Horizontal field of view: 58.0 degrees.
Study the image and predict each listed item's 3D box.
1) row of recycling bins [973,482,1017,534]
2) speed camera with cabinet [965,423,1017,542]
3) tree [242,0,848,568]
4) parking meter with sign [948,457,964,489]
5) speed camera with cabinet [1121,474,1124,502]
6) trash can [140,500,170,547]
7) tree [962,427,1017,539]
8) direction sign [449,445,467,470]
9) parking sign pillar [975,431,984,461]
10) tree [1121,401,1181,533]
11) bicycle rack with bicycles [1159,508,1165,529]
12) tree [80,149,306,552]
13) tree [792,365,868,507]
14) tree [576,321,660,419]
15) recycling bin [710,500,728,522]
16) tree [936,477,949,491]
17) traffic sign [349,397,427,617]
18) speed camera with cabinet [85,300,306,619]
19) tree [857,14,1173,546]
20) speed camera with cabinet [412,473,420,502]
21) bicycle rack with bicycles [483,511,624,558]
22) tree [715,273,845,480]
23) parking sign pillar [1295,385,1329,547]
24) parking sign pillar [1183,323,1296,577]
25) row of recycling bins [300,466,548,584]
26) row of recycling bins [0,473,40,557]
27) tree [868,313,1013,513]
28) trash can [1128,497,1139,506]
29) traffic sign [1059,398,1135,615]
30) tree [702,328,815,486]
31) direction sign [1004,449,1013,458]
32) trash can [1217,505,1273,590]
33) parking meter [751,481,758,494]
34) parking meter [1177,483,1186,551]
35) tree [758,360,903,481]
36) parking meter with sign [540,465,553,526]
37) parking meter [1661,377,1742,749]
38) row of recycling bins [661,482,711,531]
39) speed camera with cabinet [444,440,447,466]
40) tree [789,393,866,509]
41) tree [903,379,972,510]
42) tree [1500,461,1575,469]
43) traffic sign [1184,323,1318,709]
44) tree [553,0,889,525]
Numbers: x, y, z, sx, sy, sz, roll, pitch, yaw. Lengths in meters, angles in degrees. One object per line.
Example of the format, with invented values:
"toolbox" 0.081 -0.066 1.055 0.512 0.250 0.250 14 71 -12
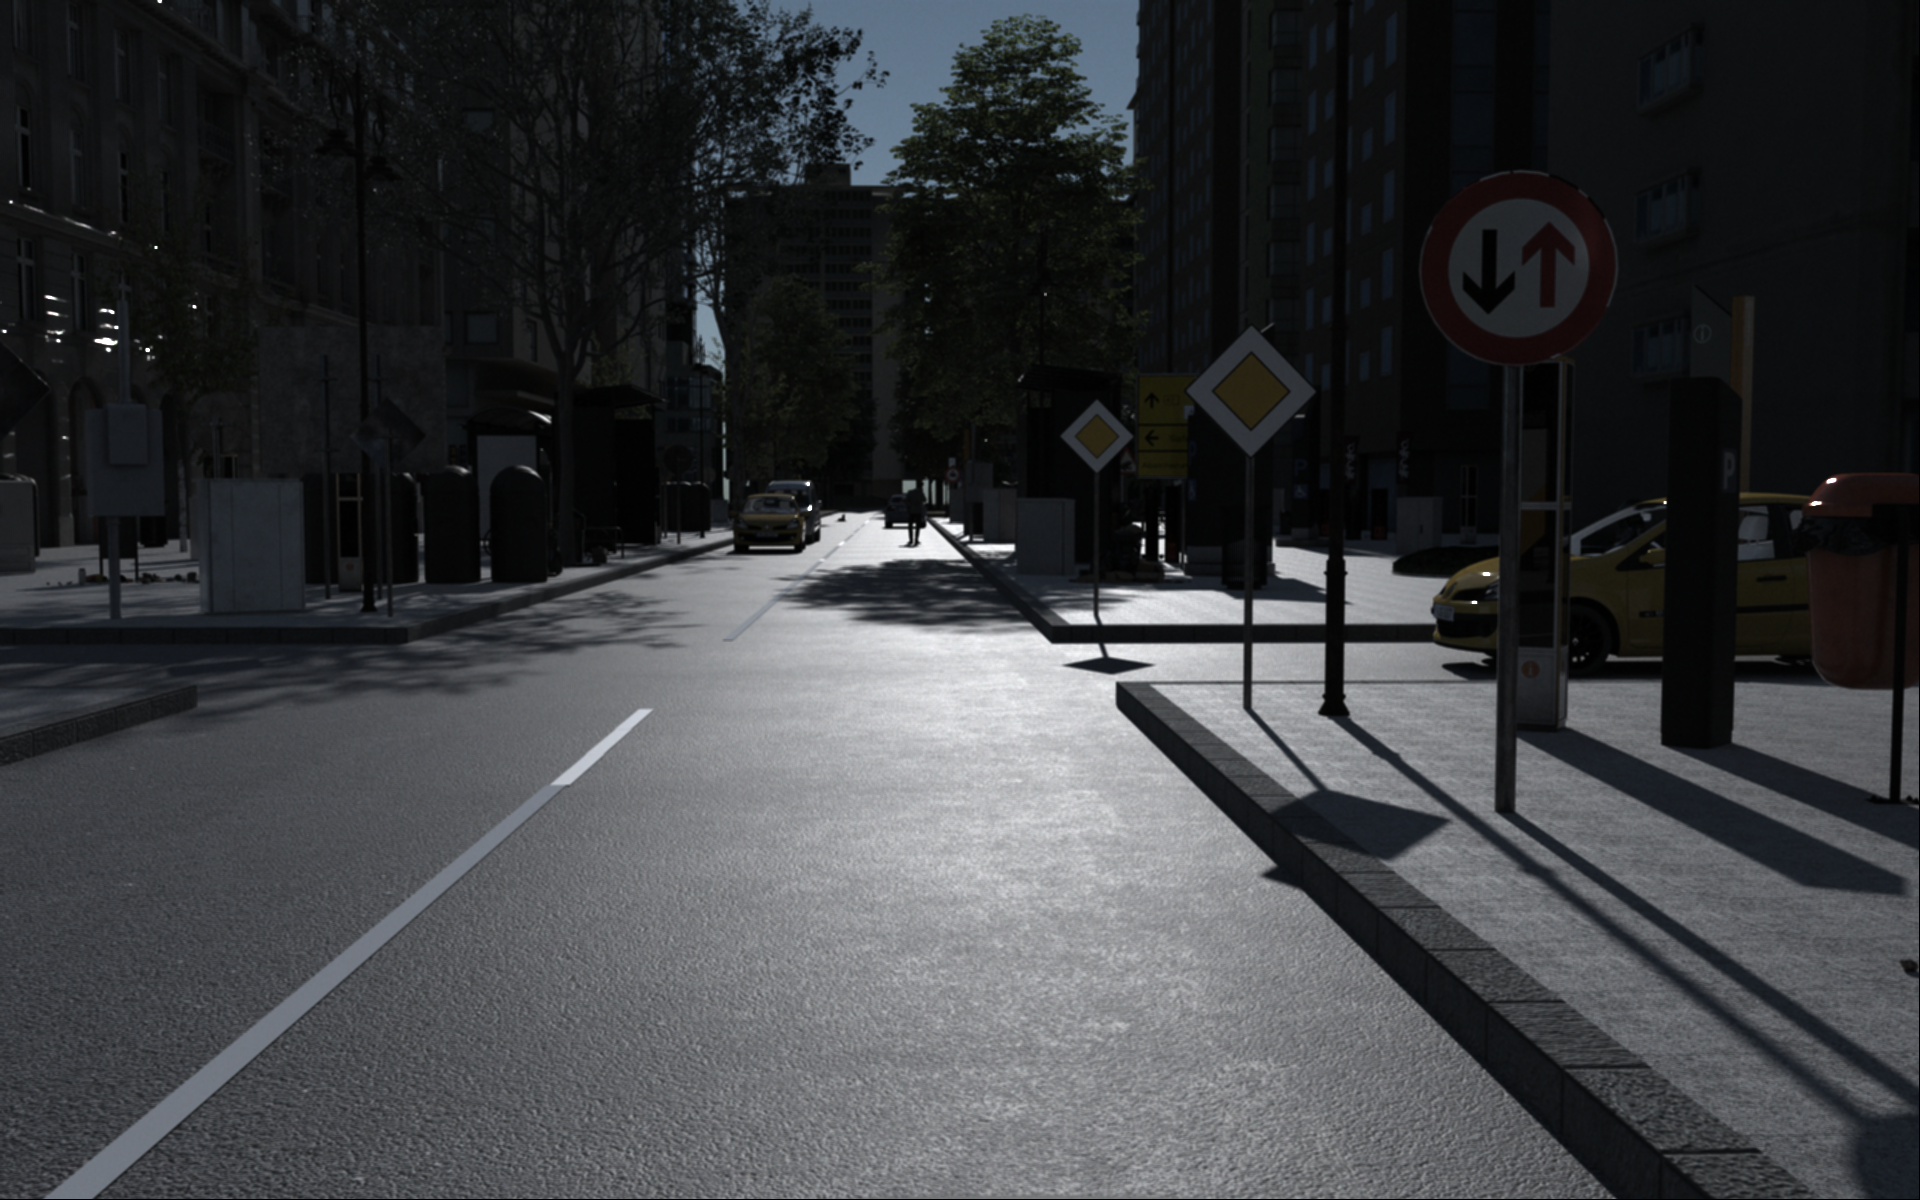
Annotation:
"row of recycling bins" 1.694 -3.078 57.441 1.069 1.692 3.534 3 5 41
"speed camera with cabinet" 0.854 -3.264 47.703 0.660 3.252 2.038 -2 4 -27
"tree" -6.848 -7.320 30.048 12.009 13.543 11.850 0 3 0
"parking meter with sign" 0.262 -5.309 83.064 1.738 3.016 0.543 -3 5 -43
"speed camera with cabinet" 3.896 -3.312 48.488 0.660 3.252 2.038 -1 4 -21
"trash can" -19.500 -1.848 41.876 0.748 1.137 0.748 0 3 0
"tree" 0.775 -3.407 50.309 1.663 3.219 1.824 0 3 0
"direction sign" -23.070 -5.360 79.634 0.876 3.537 0.379 1 4 15
"parking sign pillar" 0.981 -5.309 75.278 1.447 3.967 1.447 -1 4 -10
"tree" 6.123 -4.519 57.597 4.285 4.588 4.351 0 3 0
"bicycle rack with bicycles" 8.184 -3.080 63.733 2.925 0.926 2.852 2 4 23
"tree" -16.922 -5.363 38.044 4.737 8.622 4.395 0 3 0
"tree" -12.442 -16.023 168.634 9.857 13.997 8.962 0 3 0
"tree" -14.883 -7.569 74.123 4.360 8.622 3.978 0 3 0
"recycling bin" -10.987 -4.053 78.827 0.722 1.027 0.722 -2 4 -25
"tree" -2.077 -13.150 165.358 4.360 8.622 3.978 0 3 0
"traffic sign" -5.952 -0.881 18.044 0.795 2.450 0.064 0 4 -2
"speed camera with cabinet" -8.075 -1.466 18.308 2.038 3.252 0.660 -2 4 -33
"tree" 1.156 -7.572 41.926 7.486 12.596 7.792 0 3 0
"speed camera with cabinet" -17.311 -3.527 52.004 2.038 3.252 0.660 0 4 -8
"bicycle rack with bicycles" -8.151 -1.322 35.003 2.925 0.926 2.852 -2 4 -28
"tree" -8.556 -10.465 89.230 7.486 12.596 7.792 0 3 0
"parking sign pillar" 8.448 -3.289 42.254 1.447 3.967 1.447 1 4 23
"parking sign pillar" 4.288 -2.385 27.460 1.447 3.967 1.447 -1 4 -14
"row of recycling bins" -7.782 -1.102 25.130 3.534 1.692 1.069 0 4 -6
"row of recycling bins" -19.126 -1.653 34.136 1.069 1.692 3.534 0 4 -7
"tree" -0.584 -12.933 118.105 9.857 13.997 8.962 0 3 0
"trash can" 9.305 -4.994 93.306 0.748 1.137 0.748 0 3 0
"traffic sign" 1.438 -0.895 18.280 0.795 2.450 0.064 0 4 -2
"tree" -9.284 -7.685 76.016 4.360 8.622 3.978 0 3 0
"direction sign" 2.407 -5.851 87.656 0.379 3.537 0.876 3 5 41
"trash can" 3.831 -0.713 23.315 0.748 1.137 0.748 0 3 0
"parking meter" -9.436 -4.522 79.642 0.255 1.863 0.399 -1 4 -17
"parking meter" 5.065 -1.876 39.086 0.372 1.533 0.369 0 3 0
"tree" -11.269 -12.513 130.336 9.928 11.665 9.643 0 3 0
"parking meter with sign" -11.063 -3.008 45.436 1.738 3.016 0.543 0 4 -4
"parking meter" 3.793 -0.192 8.858 0.255 1.863 0.399 3 5 42
"row of recycling bins" -9.803 -3.289 60.888 1.069 1.692 3.534 -2 4 -33
"speed camera with cabinet" -18.528 -4.195 62.926 0.660 3.252 2.038 -1 4 -13
"tree" -12.048 -13.305 151.948 8.767 10.594 7.601 2 4 24
"tree" -2.320 -13.163 140.975 9.928 11.665 9.643 0 3 0
"tree" 13.535 -2.854 41.260 1.663 3.219 1.824 0 3 0
"traffic sign" 1.717 -0.407 10.300 0.795 2.450 0.064 0 4 -2
"tree" -9.314 -12.593 61.781 12.611 20.169 13.585 0 3 0
